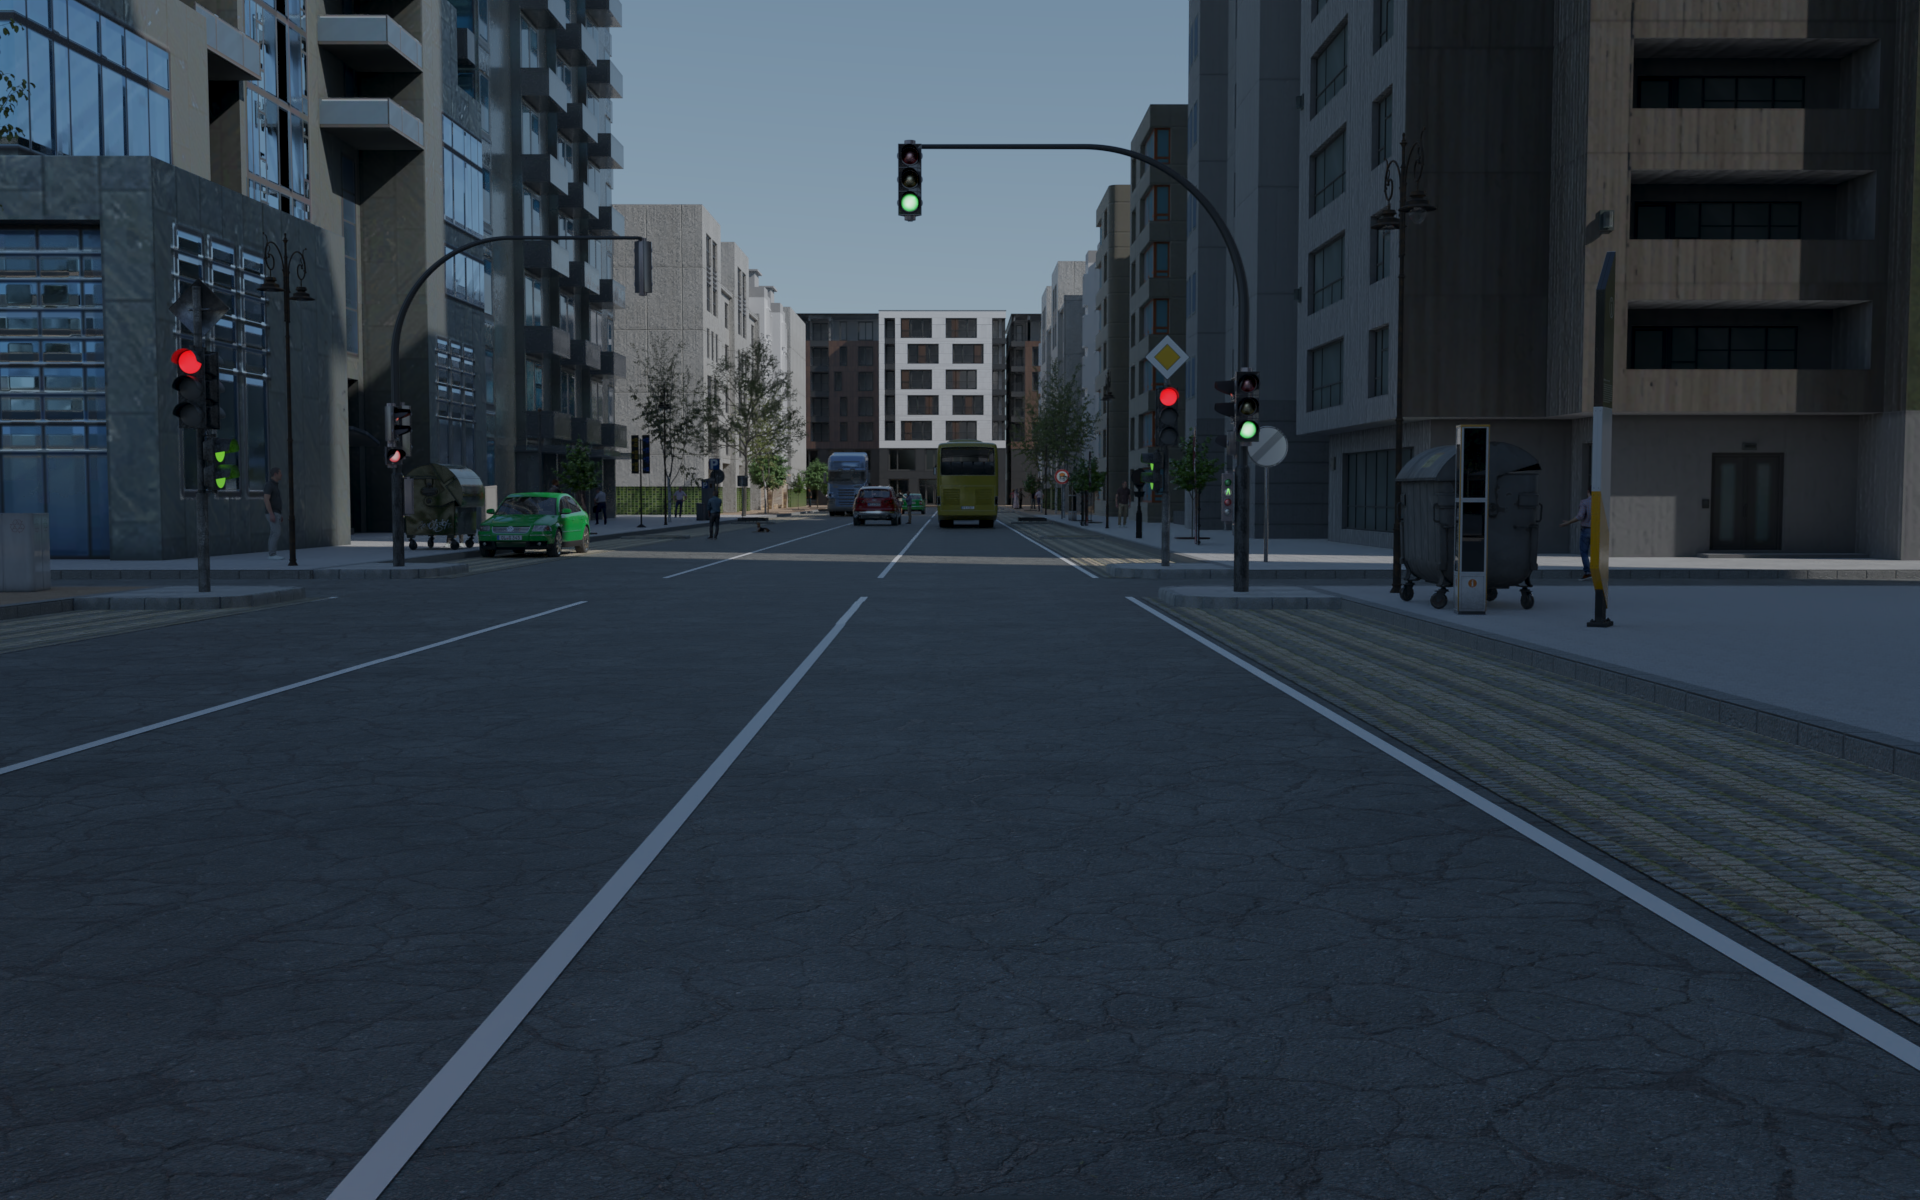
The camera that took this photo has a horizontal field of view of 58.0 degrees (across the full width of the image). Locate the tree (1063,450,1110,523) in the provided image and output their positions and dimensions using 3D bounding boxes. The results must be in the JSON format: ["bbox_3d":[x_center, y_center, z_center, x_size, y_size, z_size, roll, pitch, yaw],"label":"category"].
[{"bbox_3d":[5.868,-4.996,76.278,1.663,3.219,1.824,0,3,0],"label":"tree"}]

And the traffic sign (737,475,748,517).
[{"bbox_3d":[-11.927,-5.681,95.009,0.606,2.300,0.079,1,4,8],"label":"traffic sign"}]

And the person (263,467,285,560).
[{"bbox_3d":[-13.408,-1.698,33.934,0.434,1.807,0.598,0,4,4],"label":"person"}]

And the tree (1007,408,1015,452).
[{"bbox_3d":[5.473,-10.282,118.469,4.737,8.622,4.395,0,3,0],"label":"tree"}]

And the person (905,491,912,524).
[{"bbox_3d":[-2.486,-4.464,83.544,0.319,1.574,0.516,1,4,11],"label":"person"}]

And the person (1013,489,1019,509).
[{"bbox_3d":[4.823,-8.603,147.371,0.621,1.740,0.551,-1,4,-9],"label":"person"}]

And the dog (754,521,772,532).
[{"bbox_3d":[-7.385,-2.724,64.731,0.748,0.427,0.550,3,5,42],"label":"dog"}]

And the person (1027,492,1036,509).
[{"bbox_3d":[6.264,-8.651,147.503,1.348,1.822,0.705,-2,4,-23],"label":"person"}]

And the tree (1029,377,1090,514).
[{"bbox_3d":[6.180,-9.758,109.902,4.360,8.622,3.978,0,3,0],"label":"tree"}]

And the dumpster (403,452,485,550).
[{"bbox_3d":[-12.055,-2.312,40.293,1.502,2.255,1.985,0,4,0],"label":"dumpster"}]

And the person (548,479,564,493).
[{"bbox_3d":[-12.004,-2.735,51.588,0.431,1.722,0.655,-2,4,-25],"label":"person"}]

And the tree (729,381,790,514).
[{"bbox_3d":[-12.633,-9.811,110.769,4.737,8.622,4.395,0,3,0],"label":"tree"}]

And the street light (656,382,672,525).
[{"bbox_3d":[-12.174,-6.035,71.463,0.468,5.910,1.993,0,4,0],"label":"street light"}]

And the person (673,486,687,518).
[{"bbox_3d":[-15.286,-5.349,94.445,0.756,1.711,0.436,0,4,2],"label":"person"}]

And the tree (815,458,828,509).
[{"bbox_3d":[-12.570,-10.396,153.684,4.285,4.588,4.351,0,3,0],"label":"tree"}]

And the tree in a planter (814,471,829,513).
[{"bbox_3d":[-10.114,-8.270,132.429,1.991,3.239,1.994,0,4,0],"label":"tree in a planter"}]

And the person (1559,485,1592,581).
[{"bbox_3d":[10.429,-1.112,28.639,0.963,1.587,0.435,-1,4,-19],"label":"person"}]

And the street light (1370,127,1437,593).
[{"bbox_3d":[5.674,-3.030,22.321,0.468,5.910,1.993,0,4,0],"label":"street light"}]

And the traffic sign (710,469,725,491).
[{"bbox_3d":[-12.159,-5.300,86.759,0.768,2.556,0.104,1,4,9],"label":"traffic sign"}]

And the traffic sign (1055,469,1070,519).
[{"bbox_3d":[5.210,-5.400,88.395,0.768,2.556,0.104,0,4,3],"label":"traffic sign"}]

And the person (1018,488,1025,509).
[{"bbox_3d":[5.358,-8.921,152.038,0.705,1.807,1.348,-2,4,-26],"label":"person"}]

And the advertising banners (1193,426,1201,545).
[{"bbox_3d":[6.048,-2.939,44.247,0.090,3.025,2.074,0,4,4],"label":"advertising banners"}]

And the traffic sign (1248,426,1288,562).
[{"bbox_3d":[5.758,-1.983,32.532,0.768,2.556,0.104,0,4,8],"label":"traffic sign"}]

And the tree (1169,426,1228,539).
[{"bbox_3d":[6.575,-3.355,49.452,1.663,3.219,1.824,0,3,0],"label":"tree"}]

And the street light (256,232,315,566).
[{"bbox_3d":[-11.938,-3.549,30.818,0.468,5.910,1.993,0,4,0],"label":"street light"}]

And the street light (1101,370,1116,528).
[{"bbox_3d":[5.502,-5.611,64.530,0.468,5.910,1.993,0,4,0],"label":"street light"}]

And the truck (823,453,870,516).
[{"bbox_3d":[-7.075,-7.843,117.994,2.967,4.110,18.799,0,4,1],"label":"truck"}]

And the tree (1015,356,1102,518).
[{"bbox_3d":[5.532,-8.648,91.756,4.737,8.622,4.395,0,3,0],"label":"tree"}]

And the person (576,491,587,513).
[{"bbox_3d":[-12.570,-3.153,57.717,0.434,1.807,0.598,-1,4,-15],"label":"person"}]

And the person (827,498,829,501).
[{"bbox_3d":[-12.609,-9.607,166.309,0.628,1.438,0.799,-3,4,-38],"label":"person"}]

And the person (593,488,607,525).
[{"bbox_3d":[-15.107,-3.934,72.583,0.590,1.554,0.614,3,4,38],"label":"person"}]

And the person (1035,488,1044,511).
[{"bbox_3d":[5.836,-7.398,127.940,0.756,1.711,0.436,-1,4,-14],"label":"person"}]

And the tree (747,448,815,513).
[{"bbox_3d":[-12.973,-8.188,117.586,4.285,4.588,4.351,0,3,0],"label":"tree"}]

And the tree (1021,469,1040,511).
[{"bbox_3d":[5.542,-8.446,132.695,1.663,3.219,1.824,0,3,0],"label":"tree"}]

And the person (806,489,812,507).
[{"bbox_3d":[-14.770,-10.019,169.881,0.705,1.821,1.348,-2,4,-26],"label":"person"}]

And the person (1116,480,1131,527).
[{"bbox_3d":[6.291,-3.704,66.728,0.598,1.807,0.434,0,4,2],"label":"person"}]

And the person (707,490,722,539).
[{"bbox_3d":[-7.770,-2.690,54.701,0.499,1.552,0.429,0,4,2],"label":"person"}]

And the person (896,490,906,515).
[{"bbox_3d":[-4.167,-6.729,119.311,1.217,1.735,0.721,0,4,-2],"label":"person"}]

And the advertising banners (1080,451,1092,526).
[{"bbox_3d":[5.118,-4.520,70.083,0.090,3.025,2.074,1,4,16],"label":"advertising banners"}]

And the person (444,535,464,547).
[{"bbox_3d":[-12.195,-2.150,41.911,0.841,1.734,0.376,0,4,-5],"label":"person"}]

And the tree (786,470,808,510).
[{"bbox_3d":[-12.638,-8.645,135.942,1.663,3.219,1.824,0,3,0],"label":"tree"}]

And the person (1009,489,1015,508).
[{"bbox_3d":[5.055,-9.439,161.096,1.217,1.743,0.721,3,4,39],"label":"person"}]

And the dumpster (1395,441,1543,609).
[{"bbox_3d":[5.849,-0.868,19.944,1.264,1.857,1.865,0,3,0],"label":"dumpster"}]

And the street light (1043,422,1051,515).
[{"bbox_3d":[5.237,-8.115,105.465,0.468,5.910,1.993,0,4,0],"label":"street light"}]
